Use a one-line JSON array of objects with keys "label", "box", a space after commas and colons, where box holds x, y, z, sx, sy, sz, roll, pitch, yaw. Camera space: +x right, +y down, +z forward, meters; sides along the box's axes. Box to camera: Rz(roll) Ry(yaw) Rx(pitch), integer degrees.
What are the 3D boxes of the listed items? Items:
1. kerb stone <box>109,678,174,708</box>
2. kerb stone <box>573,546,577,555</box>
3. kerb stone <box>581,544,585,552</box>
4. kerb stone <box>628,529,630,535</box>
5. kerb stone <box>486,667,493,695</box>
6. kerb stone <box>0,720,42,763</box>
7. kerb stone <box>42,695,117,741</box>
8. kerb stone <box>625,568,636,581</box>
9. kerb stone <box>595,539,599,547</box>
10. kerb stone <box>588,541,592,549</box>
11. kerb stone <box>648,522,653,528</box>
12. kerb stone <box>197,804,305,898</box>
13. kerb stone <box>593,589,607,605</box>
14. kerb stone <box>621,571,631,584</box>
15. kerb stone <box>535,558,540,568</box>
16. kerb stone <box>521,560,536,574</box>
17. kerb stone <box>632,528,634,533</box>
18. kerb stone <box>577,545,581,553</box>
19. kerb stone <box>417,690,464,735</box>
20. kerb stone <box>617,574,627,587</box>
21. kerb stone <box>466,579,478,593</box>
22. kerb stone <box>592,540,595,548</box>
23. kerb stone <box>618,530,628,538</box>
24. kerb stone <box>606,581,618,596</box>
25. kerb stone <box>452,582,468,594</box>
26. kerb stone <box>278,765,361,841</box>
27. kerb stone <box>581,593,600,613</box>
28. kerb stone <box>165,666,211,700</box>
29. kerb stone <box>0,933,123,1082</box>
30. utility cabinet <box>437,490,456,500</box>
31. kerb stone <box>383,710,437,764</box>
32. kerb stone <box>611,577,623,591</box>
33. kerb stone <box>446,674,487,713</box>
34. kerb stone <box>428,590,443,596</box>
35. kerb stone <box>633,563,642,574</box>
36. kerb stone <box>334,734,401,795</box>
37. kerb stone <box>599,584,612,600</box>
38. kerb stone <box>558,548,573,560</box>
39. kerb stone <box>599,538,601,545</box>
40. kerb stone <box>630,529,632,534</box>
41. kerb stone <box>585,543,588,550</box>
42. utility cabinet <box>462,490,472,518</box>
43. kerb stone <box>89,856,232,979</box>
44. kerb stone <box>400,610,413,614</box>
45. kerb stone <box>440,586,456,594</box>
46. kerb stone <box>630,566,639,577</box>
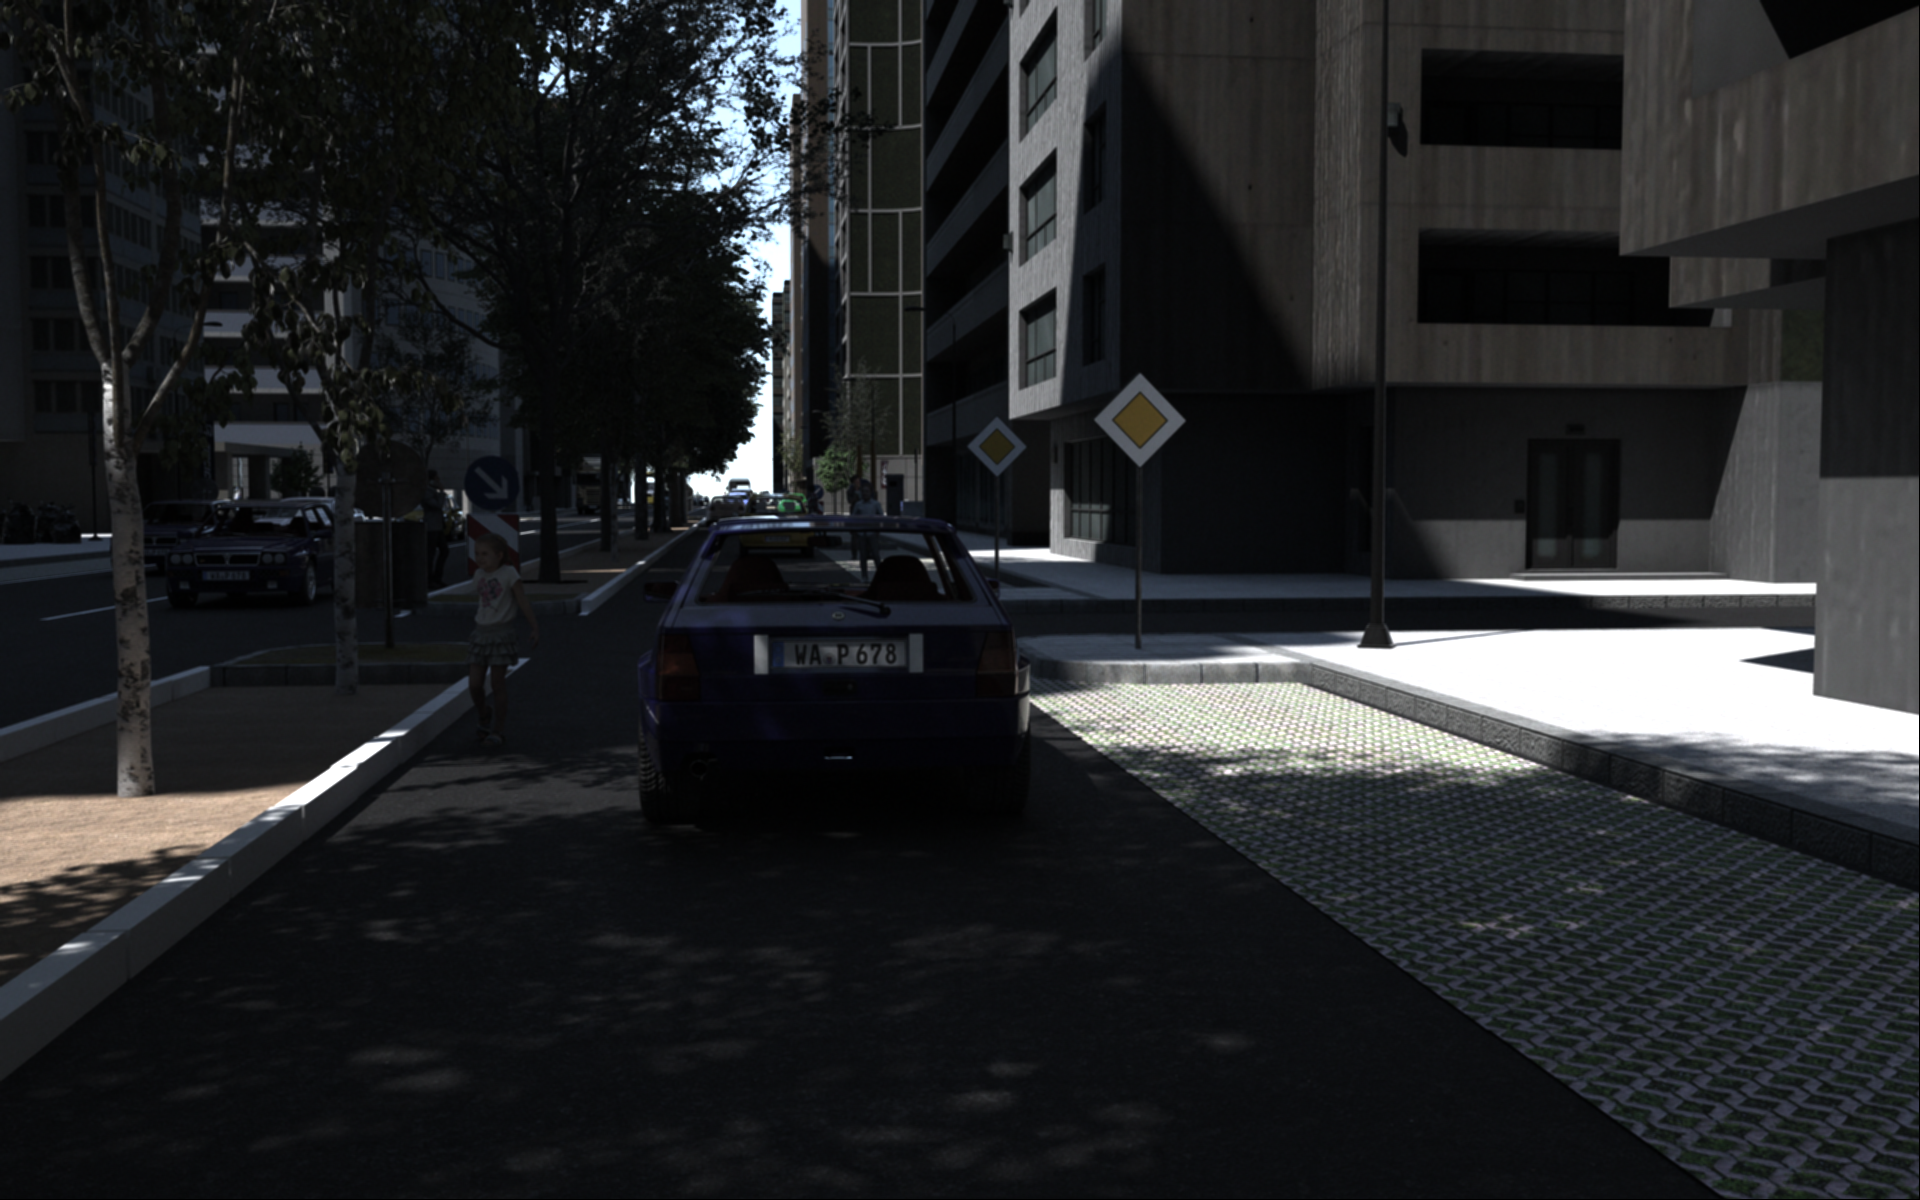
[{"label": "kerb stone", "box": [-5.430, 0.658, 11.432, 0.120, 0.150, 1.000, 0, 4, -7]}, {"label": "kerb stone", "box": [-9.105, -1.114, 40.435, 0.120, 0.150, 1.000, 0, 4, -7]}, {"label": "kerb stone", "box": [-9.365, -1.240, 42.469, 0.120, 0.150, 1.000, 0, 4, -7]}, {"label": "kerb stone", "box": [-11.559, -2.297, 59.757, 0.120, 0.150, 1.000, 0, 4, -7]}, {"label": "kerb stone", "box": [-3.473, 0.584, 12.713, 0.120, 0.150, 1.000, 0, 4, -7]}, {"label": "kerb stone", "box": [-5.174, 0.782, 9.404, 0.120, 0.150, 1.000, 0, 4, -7]}, {"label": "kerb stone", "box": [-5.309, 0.722, 10.417, 0.120, 0.150, 1.000, 0, 4, -7]}, {"label": "kerb stone", "box": [-5.473, -0.386, 28.511, 0.120, 0.150, 1.000, 0, 4, -7]}, {"label": "kerb stone", "box": [-9.877, -1.488, 46.526, 0.120, 0.150, 1.000, 0, 4, -7]}, {"label": "kerb stone", "box": [-9.620, -1.364, 44.497, 0.120, 0.150, 1.000, 0, 4, -7]}, {"label": "kerb stone", "box": [-13.886, -3.415, 78.073, 0.120, 0.150, 1.000, 0, 4, -7]}, {"label": "kerb stone", "box": [-2.702, 0.953, 6.620, 0.120, 0.150, 1.000, 0, 4, -7]}, {"label": "kerb stone", "box": [-4.705, -0.011, 22.407, 0.120, 0.150, 1.000, 0, 4, -7]}, {"label": "kerb stone", "box": [-5.351, -0.324, 27.487, 0.120, 0.150, 1.000, 0, 4, -7]}, {"label": "kerb stone", "box": [-8.208, -0.680, 33.320, 0.120, 0.150, 1.000, 0, 4, -7]}, {"label": "kerb stone", "box": [-8.074, -0.618, 32.306, 0.120, 0.150, 1.000, 0, 4, -7]}, {"label": "kerb stone", "box": [-11.811, -2.422, 61.788, 0.120, 0.150, 1.000, 0, 4, -7]}, {"label": "kerb stone", "box": [-9.239, -1.170, 41.449, 0.120, 0.150, 1.000, 0, 4, -7]}, {"label": "kerb stone", "box": [-3.216, 0.704, 10.683, 0.120, 0.150, 1.000, 0, 4, -7]}, {"label": "kerb stone", "box": [-5.222, -0.262, 26.473, 0.120, 0.150, 1.000, 0, 4, -7]}, {"label": "kerb stone", "box": [-7.180, -0.179, 25.199, 0.120, 0.150, 1.000, 0, 4, -7]}, {"label": "kerb stone", "box": [-9.755, -1.426, 45.512, 0.120, 0.150, 1.000, 0, 4, -7]}, {"label": "kerb stone", "box": [-11.430, -2.235, 58.743, 0.120, 0.150, 1.000, 0, 4, -7]}, {"label": "kerb stone", "box": [-4.963, -0.135, 24.443, 0.120, 0.150, 1.000, 0, 4, -7]}, {"label": "kerb stone", "box": [-7.047, -0.121, 24.174, 0.120, 0.150, 1.000, 0, 4, -7]}, {"label": "kerb stone", "box": [-2.827, 0.892, 7.635, 0.120, 0.150, 1.000, 0, 4, -7]}, {"label": "kerb stone", "box": [-4.575, 0.049, 21.389, 0.120, 0.150, 1.000, 0, 4, -7]}, {"label": "kerb stone", "box": [-5.553, 0.600, 12.450, 0.120, 0.150, 1.000, 0, 4, -7]}, {"label": "kerb stone", "box": [-2.447, 1.079, 4.587, 0.120, 0.150, 1.000, 0, 4, -7]}, {"label": "utility cabinet", "box": [-26.925, -5.010, 90.594, 1.173, 1.500, 0.318, 1, 4, 15]}, {"label": "kerb stone", "box": [-3.082, 0.767, 9.667, 0.120, 0.150, 1.000, 0, 4, -7]}, {"label": "kerb stone", "box": [-5.092, -0.200, 25.459, 0.120, 0.150, 1.000, 0, 4, -7]}, {"label": "kerb stone", "box": [-3.351, 0.642, 11.698, 0.120, 0.150, 1.000, 0, 4, -7]}, {"label": "kerb stone", "box": [-6.781, 0.004, 22.128, 0.120, 0.150, 1.000, 0, 4, -7]}, {"label": "kerb stone", "box": [-5.735, -0.511, 30.543, 0.120, 0.150, 1.000, 0, 4, -7]}, {"label": "kerb stone", "box": [-2.964, 0.828, 8.651, 0.120, 0.150, 1.000, 0, 4, -7]}, {"label": "kerb stone", "box": [-4.836, -0.075, 23.429, 0.120, 0.150, 1.000, 0, 4, -7]}, {"label": "kerb stone", "box": [-8.976, -1.052, 39.417, 0.120, 0.150, 1.000, 0, 4, -7]}, {"label": "kerb stone", "box": [-10.013, -1.548, 47.549, 0.120, 0.150, 1.000, 0, 4, -7]}, {"label": "kerb stone", "box": [-11.686, -2.360, 60.774, 0.120, 0.150, 1.000, 0, 4, -7]}, {"label": "kerb stone", "box": [-9.497, -1.302, 43.482, 0.120, 0.150, 1.000, 0, 4, -7]}, {"label": "utility cabinet", "box": [-26.470, -5.154, 92.953, 0.318, 1.500, 1.173, 0, 4, -7]}, {"label": "kerb stone", "box": [-2.572, 1.017, 5.602, 0.120, 0.150, 1.000, 0, 4, -7]}, {"label": "kerb stone", "box": [-6.664, 0.070, 21.110, 0.120, 0.150, 1.000, 0, 4, -7]}, {"label": "kerb stone", "box": [-6.916, -0.056, 23.152, 0.120, 0.150, 1.000, 0, 4, -7]}, {"label": "kerb stone", "box": [-5.612, -0.448, 29.527, 0.120, 0.150, 1.000, 0, 4, -7]}]
